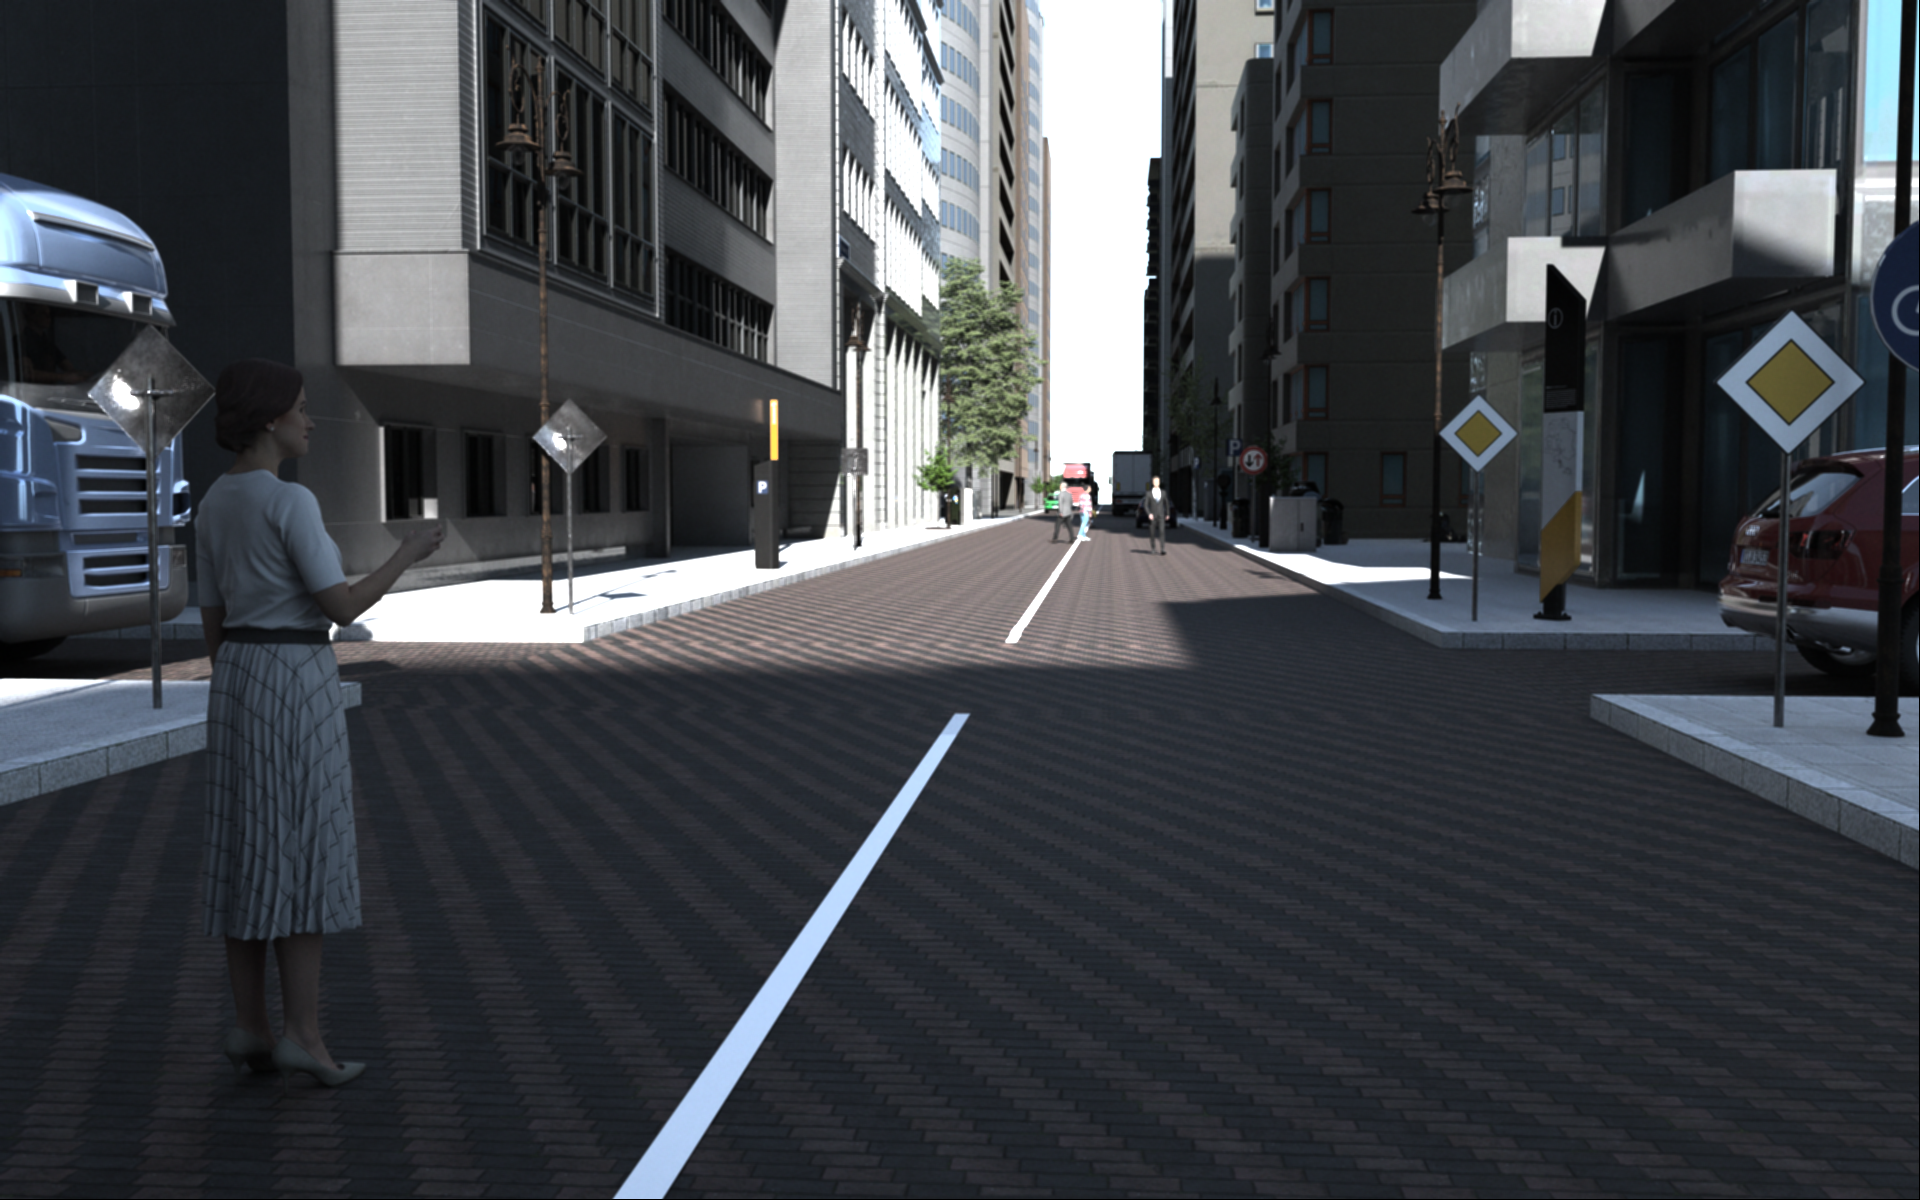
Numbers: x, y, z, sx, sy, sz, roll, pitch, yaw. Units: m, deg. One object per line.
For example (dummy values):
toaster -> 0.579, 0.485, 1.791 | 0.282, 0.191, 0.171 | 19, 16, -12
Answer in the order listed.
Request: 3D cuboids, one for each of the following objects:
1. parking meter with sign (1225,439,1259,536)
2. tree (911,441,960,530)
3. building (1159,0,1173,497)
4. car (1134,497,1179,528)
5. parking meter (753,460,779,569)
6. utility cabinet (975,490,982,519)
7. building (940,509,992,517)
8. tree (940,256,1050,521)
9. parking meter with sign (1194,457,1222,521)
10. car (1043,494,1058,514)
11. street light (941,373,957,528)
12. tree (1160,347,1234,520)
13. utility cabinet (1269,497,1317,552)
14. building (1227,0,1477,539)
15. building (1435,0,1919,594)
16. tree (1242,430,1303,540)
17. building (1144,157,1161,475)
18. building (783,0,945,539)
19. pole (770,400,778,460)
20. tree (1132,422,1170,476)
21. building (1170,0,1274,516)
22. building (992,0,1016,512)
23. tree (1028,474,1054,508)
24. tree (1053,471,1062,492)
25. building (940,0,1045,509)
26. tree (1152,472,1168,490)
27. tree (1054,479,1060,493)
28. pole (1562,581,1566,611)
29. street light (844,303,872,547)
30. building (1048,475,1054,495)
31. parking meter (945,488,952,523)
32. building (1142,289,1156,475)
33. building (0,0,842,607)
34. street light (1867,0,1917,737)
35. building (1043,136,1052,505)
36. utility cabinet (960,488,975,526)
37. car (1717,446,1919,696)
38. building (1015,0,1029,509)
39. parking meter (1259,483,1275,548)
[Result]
parking meter with sign -> 8.946, -3.528, 53.949 | 0.543, 3.016, 1.738 | -1, 4, -21
tree -> -0.778, -4.159, 62.594 | 1.663, 3.219, 1.824 | 0, 3, 0
building -> 32.734, -39.749, 191.896 | 21.231, 58.520, 28.212 | 0, 4, 5
car -> 8.443, -3.788, 74.517 | 1.945, 1.354, 3.894 | 0, 4, 6
parking meter -> -3.310, -1.460, 29.581 | 0.399, 1.863, 0.255 | 2, 4, 28
utility cabinet -> 0.623, -4.798, 87.122 | 0.318, 1.500, 1.173 | -2, 4, -34
building -> -9.372, -34.577, 107.338 | 21.231, 58.520, 28.212 | 0, 4, 5
tree -> 0.406, -10.114, 83.492 | 7.486, 12.596, 7.792 | 0, 3, 0
parking meter with sign -> 12.007, -5.265, 82.341 | 1.738, 3.016, 0.543 | -1, 4, -21
car -> 7.199, -7.326, 128.580 | 1.959, 1.807, 4.718 | 0, 4, 5
street light -> -0.424, -5.708, 66.111 | 0.468, 5.910, 1.993 | 0, 4, 5
tree -> 11.909, -8.323, 86.437 | 4.737, 8.622, 4.395 | 0, 3, 0
utility cabinet -> 7.377, -1.665, 38.378 | 1.020, 1.237, 0.306 | 0, 4, 8
building -> 24.667, -13.294, 62.391 | 27.650, 21.520, 28.899 | 0, 4, 5
building -> 22.897, -24.816, 25.351 | 30.456, 49.044, 23.786 | 0, 4, 5
tree -> 8.477, -3.274, 48.131 | 1.663, 3.219, 1.824 | 0, 3, 0
building -> 34.797, -34.627, 220.768 | 22.147, 44.769, 28.867 | 0, 4, 5
building -> -7.515, -17.495, 63.543 | 11.434, 29.767, 29.804 | 0, 4, 5
pole -> -4.033, -2.678, 37.633 | 0.158, 3.312, 0.155 | 0, 3, 0
tree -> 19.661, -13.849, 176.787 | 4.360, 8.622, 3.978 | 0, 3, 0
building -> 26.632, -30.789, 127.100 | 21.300, 48.544, 21.600 | 0, 4, 5
building -> -6.984, -31.112, 132.389 | 21.300, 48.544, 21.600 | 0, 4, 5
tree -> 7.429, -10.310, 163.165 | 1.663, 3.219, 1.824 | 0, 3, 0
tree -> 14.199, -16.030, 245.805 | 4.285, 4.588, 4.351 | 0, 3, 0
building -> -1.819, -39.732, 191.623 | 21.231, 58.520, 28.212 | 0, 4, 5
tree -> 17.060, -9.513, 150.146 | 1.663, 3.219, 1.824 | 0, 3, 0
tree -> 9.917, -11.864, 188.583 | 1.663, 3.219, 1.824 | 0, 3, 0
pole -> 6.592, -1.539, 19.009 | 0.158, 3.312, 0.155 | 0, 3, 0
street light -> -2.468, -4.232, 41.973 | 0.468, 5.910, 1.993 | 0, 4, 5
building -> 2.229, -48.399, 229.571 | 20.563, 71.187, 20.611 | 0, 4, 5
parking meter -> -0.481, -4.132, 75.977 | 0.372, 1.533, 0.369 | 0, 3, 0
building -> 32.648, -28.821, 242.916 | 14.160, 30.474, 14.107 | 0, 4, 5
building -> -11.613, -13.150, 34.065 | 14.314, 24.678, 30.058 | 0, 4, 5
street light -> 4.928, -2.217, 9.043 | 0.468, 5.910, 1.993 | 0, 4, 5
building -> 4.092, -34.413, 212.762 | 14.600, 45.320, 14.200 | 0, 4, 5
utility cabinet -> 0.256, -3.680, 68.852 | 0.318, 1.500, 1.173 | -1, 4, -8
car -> 8.423, -0.243, 12.644 | 5.304, 1.827, 2.281 | 0, 4, 5
building -> -1.244, -30.610, 150.583 | 14.600, 45.320, 14.200 | 0, 4, 5
parking meter -> 7.378, -2.029, 41.587 | 0.372, 1.533, 0.369 | 0, 3, 0
